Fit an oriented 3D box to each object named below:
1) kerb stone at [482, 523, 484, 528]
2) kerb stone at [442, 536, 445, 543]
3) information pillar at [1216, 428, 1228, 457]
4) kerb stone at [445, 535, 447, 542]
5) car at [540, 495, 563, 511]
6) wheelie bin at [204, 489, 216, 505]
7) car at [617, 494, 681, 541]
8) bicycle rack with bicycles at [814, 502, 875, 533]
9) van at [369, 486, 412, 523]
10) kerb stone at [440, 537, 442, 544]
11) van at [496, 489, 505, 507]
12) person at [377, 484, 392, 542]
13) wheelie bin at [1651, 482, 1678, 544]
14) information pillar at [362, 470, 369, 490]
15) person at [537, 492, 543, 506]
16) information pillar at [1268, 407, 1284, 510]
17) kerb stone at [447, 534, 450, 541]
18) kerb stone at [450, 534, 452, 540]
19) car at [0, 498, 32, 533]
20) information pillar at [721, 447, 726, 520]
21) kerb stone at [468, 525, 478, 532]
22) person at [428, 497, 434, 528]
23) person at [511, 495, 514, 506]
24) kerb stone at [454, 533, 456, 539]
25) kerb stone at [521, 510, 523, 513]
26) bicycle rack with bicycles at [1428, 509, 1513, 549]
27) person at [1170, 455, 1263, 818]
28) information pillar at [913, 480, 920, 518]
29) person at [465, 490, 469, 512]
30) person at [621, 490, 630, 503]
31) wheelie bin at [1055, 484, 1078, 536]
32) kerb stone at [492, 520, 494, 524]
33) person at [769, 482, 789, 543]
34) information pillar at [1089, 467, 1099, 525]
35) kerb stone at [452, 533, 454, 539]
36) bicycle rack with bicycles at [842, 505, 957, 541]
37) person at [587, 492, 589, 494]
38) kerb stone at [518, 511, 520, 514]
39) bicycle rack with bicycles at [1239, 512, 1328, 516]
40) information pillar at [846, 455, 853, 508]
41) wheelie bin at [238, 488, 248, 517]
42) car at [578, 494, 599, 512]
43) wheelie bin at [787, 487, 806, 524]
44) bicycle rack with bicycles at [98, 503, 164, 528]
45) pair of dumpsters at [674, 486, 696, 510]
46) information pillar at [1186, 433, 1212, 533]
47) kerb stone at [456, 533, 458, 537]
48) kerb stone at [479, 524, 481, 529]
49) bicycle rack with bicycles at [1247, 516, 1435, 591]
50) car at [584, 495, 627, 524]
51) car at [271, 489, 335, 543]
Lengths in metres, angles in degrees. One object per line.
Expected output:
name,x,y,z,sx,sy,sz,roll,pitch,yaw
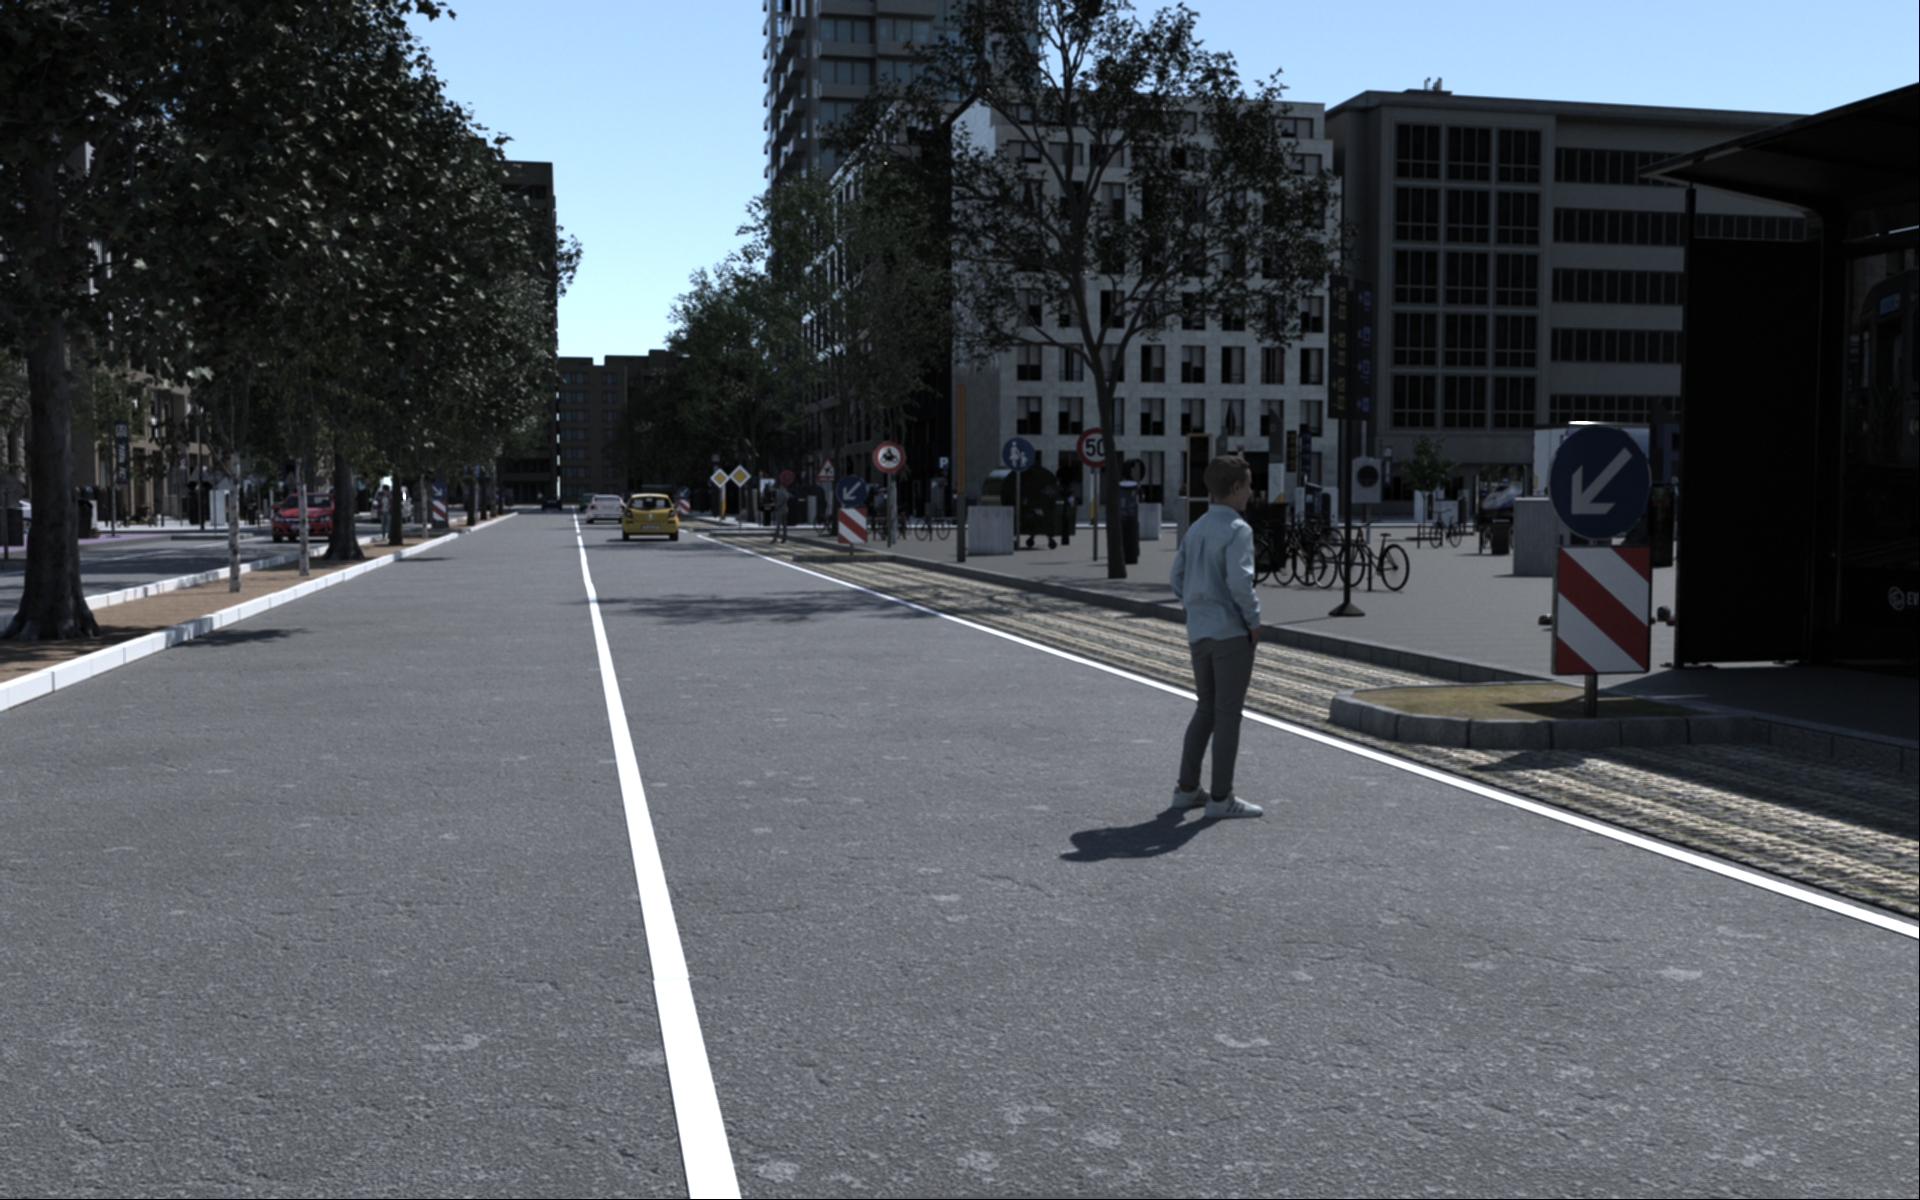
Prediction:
kerb stone,-19.872,-3.017,71.531,0.120,0.150,1.000,-1,4,-13
kerb stone,-15.052,-1.697,50.023,0.120,0.150,1.000,-1,4,-13
information pillar,9.289,-4.289,61.472,0.183,3.616,0.504,-3,5,-43
kerb stone,-15.279,-1.761,51.025,0.120,0.150,1.000,-1,4,-13
car,-35.315,-8.395,149.832,1.945,1.354,3.894,-1,4,-14
wheelie bin,-43.196,-5.626,99.899,0.980,1.594,0.693,-2,4,-32
car,-9.684,-2.678,54.006,2.015,1.641,3.980,-1,4,-11
bicycle rack with bicycles,-3.071,-2.639,56.525,2.852,0.926,2.925,-3,4,-36
van,-28.179,-4.821,85.831,2.013,2.044,4.112,-1,4,-13
kerb stone,-14.825,-1.641,49.026,0.120,0.150,1.000,-1,4,-13
van,-52.329,-11.643,194.754,2.240,2.365,5.245,-1,4,-14
person,-17.219,-2.611,52.030,0.563,1.720,0.643,0,4,-2
wheelie bin,17.812,-2.207,43.996,0.980,1.594,0.693,-1,4,-21
information pillar,-45.601,-8.658,132.917,0.504,3.616,0.183,0,4,-3
person,-51.469,-12.388,211.984,0.756,1.711,0.436,2,4,32
information pillar,8.494,-3.379,46.606,0.183,3.616,0.504,-3,4,-37
kerb stone,-15.494,-1.824,52.024,0.120,0.150,1.000,-1,4,-13
kerb stone,-15.720,-1.885,53.021,0.120,0.150,1.000,-1,4,-13
car,-32.280,-2.769,57.631,4.827,1.381,2.083,-1,4,-12
information pillar,-11.802,-5.810,86.354,0.183,3.616,0.504,0,4,6
kerb stone,-18.984,-2.770,67.536,0.120,0.150,1.000,-1,4,-13
person,-20.876,-3.607,68.479,0.512,1.701,0.522,2,4,28
person,-54.478,-12.342,210.157,0.709,1.838,0.599,1,4,11
kerb stone,-16.173,-2.007,55.017,0.120,0.150,1.000,-1,4,-13
kerb stone,-32.479,-6.444,127.561,0.120,0.150,1.000,-1,4,-13
bicycle rack with bicycles,12.224,-1.697,41.123,2.852,0.926,2.925,2,4,34
person,1.172,0.159,7.711,0.330,1.601,0.589,-1,4,-16
information pillar,-2.331,-5.445,93.510,0.304,2.012,0.304,1,4,14
person,-38.683,-7.797,136.160,0.592,1.802,0.473,-2,4,-35
person,-31.794,-9.540,164.463,0.705,1.826,1.348,3,4,36
wheelie bin,3.221,-2.803,53.744,0.980,1.594,0.693,3,5,40
kerb stone,-22.140,-3.630,81.548,0.120,0.150,1.000,-1,4,-13
person,-5.279,-2.551,50.483,0.573,1.790,0.520,0,4,-5
information pillar,5.509,-4.868,70.946,0.183,3.616,0.504,-2,4,-28
kerb stone,-15.948,-1.942,54.017,0.120,0.150,1.000,-1,4,-13
bicycle rack with bicycles,-1.392,-2.145,48.450,2.852,0.926,2.925,2,4,27
person,-44.131,-11.979,205.069,1.217,1.735,0.721,2,4,28
kerb stone,-30.901,-6.015,120.541,0.120,0.150,1.000,-1,4,-13
bicycle rack with bicycles,6.846,-1.320,34.971,2.852,0.926,2.925,-2,4,-27
information pillar,-6.627,-6.899,104.155,0.504,3.616,0.183,-3,5,-40
wheelie bin,-40.643,-5.537,98.438,0.693,1.594,0.980,-1,4,-21
car,-30.662,-8.252,143.718,1.959,1.807,4.718,-1,4,-14
wheelie bin,-7.143,-4.107,75.056,0.693,1.594,0.980,2,4,28
bicycle rack with bicycles,-32.157,-3.304,67.395,2.852,0.926,2.925,-1,4,-22
pair of dumpsters,-21.744,-8.234,137.114,1.574,2.255,4.437,-1,4,-13
information pillar,2.922,-1.020,21.174,0.304,2.012,0.304,1,4,9
kerb stone,-16.390,-2.069,56.016,0.120,0.150,1.000,-1,4,-13
kerb stone,-19.429,-2.895,69.531,0.120,0.150,1.000,-1,4,-13
bicycle rack with bicycles,4.430,-0.634,23.748,2.852,0.926,2.925,-1,4,-15
car,-17.314,-4.428,84.760,2.083,1.381,4.827,-1,4,-14
car,-19.681,-2.660,52.535,2.155,1.783,4.494,-1,4,-13
